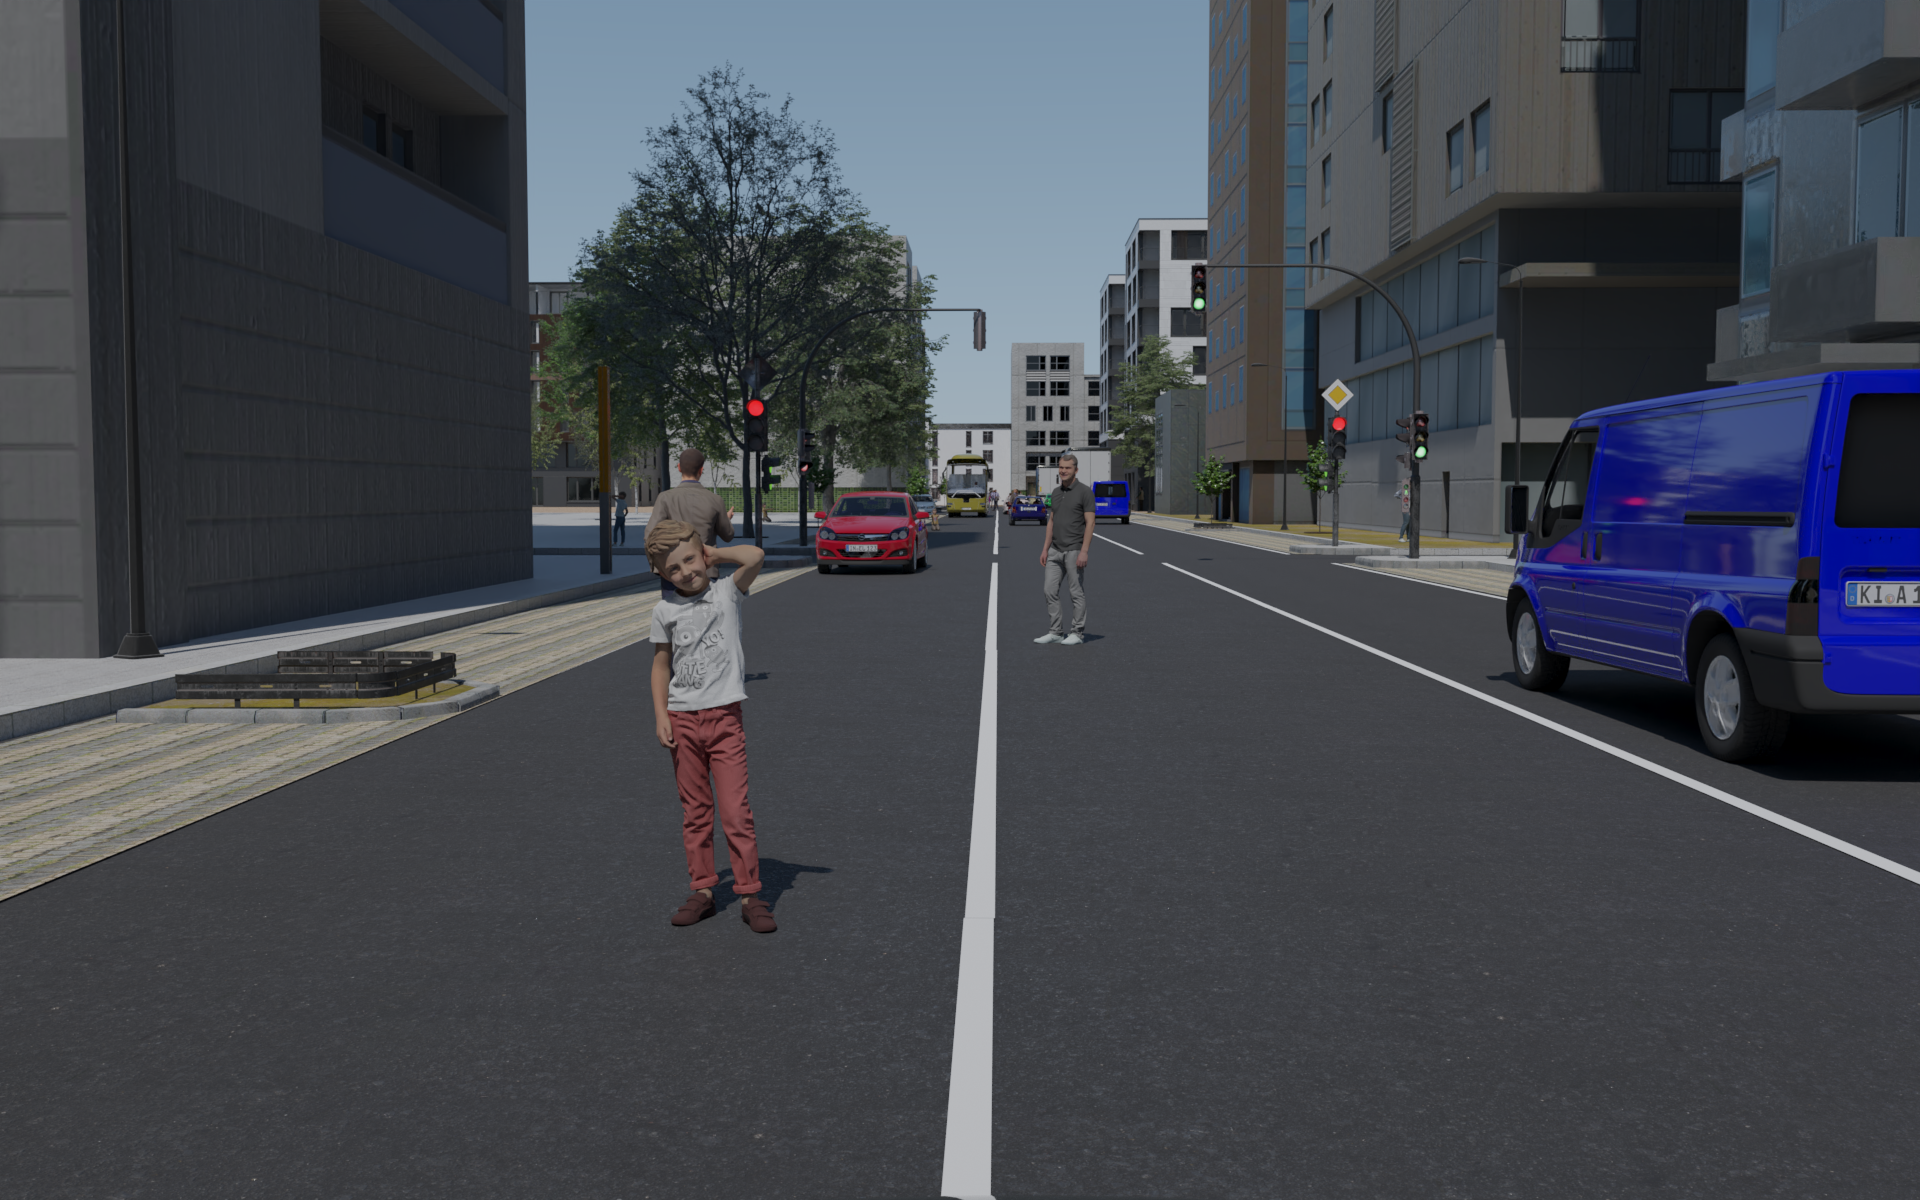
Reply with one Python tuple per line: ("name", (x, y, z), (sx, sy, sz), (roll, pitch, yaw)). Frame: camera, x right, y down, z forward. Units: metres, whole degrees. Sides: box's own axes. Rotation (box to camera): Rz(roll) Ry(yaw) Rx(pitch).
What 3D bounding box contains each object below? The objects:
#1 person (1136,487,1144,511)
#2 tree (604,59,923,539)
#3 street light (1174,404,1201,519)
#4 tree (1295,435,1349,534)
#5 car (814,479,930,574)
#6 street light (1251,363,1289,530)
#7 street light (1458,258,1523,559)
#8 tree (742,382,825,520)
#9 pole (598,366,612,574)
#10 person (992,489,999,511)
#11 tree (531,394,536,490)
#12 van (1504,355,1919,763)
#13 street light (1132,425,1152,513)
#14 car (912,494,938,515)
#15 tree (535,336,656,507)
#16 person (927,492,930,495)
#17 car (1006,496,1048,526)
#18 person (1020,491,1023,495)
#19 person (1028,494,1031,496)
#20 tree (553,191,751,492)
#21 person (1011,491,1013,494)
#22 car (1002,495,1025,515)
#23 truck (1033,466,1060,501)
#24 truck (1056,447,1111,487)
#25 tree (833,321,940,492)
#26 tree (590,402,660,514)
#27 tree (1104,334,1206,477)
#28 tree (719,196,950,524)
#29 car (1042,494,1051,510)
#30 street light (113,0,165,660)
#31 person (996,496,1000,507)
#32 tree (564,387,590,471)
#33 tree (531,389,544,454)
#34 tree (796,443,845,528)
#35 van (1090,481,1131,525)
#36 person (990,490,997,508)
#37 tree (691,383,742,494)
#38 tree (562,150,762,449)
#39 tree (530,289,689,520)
("person", (13.333, -7.439, 127.757), (0.705, 1.812, 1.348), (2, 4, 29))
("tree", (-6.310, -8.542, 50.038), (12.009, 13.543, 11.850), (0, 3, 0))
("street light", (11.725, -7.143, 89.329), (1.470, 5.913, 1.316), (0, 4, 1))
("tree", (11.582, -3.766, 56.172), (1.663, 3.219, 1.824), (0, 3, 0))
("car", (-1.610, -1.440, 32.580), (2.155, 1.783, 4.494), (0, 4, 3))
("street light", (11.027, -5.445, 61.573), (1.470, 5.913, 1.316), (0, 4, 1))
("street light", (10.477, -3.770, 34.174), (1.470, 5.913, 1.316), (0, 4, 1))
("tree", (-7.837, -8.209, 84.573), (4.737, 8.622, 4.395), (0, 3, 0))
("pole", (-5.688, -2.074, 27.751), (0.158, 3.312, 0.155), (0, 3, 0))
("person", (3.013, -8.528, 147.808), (0.709, 1.838, 0.599), (1, 4, 21))
("tree", (-27.574, -9.817, 110.878), (4.737, 8.622, 4.395), (0, 3, 0))
("van", (5.026, -0.397, 10.869), (2.240, 2.365, 5.245), (0, 4, 1))
("street light", (12.296, -8.839, 117.064), (1.470, 5.913, 1.316), (0, 4, 1))
("car", (-2.358, -5.722, 105.563), (2.014, 1.417, 4.499), (0, 4, 1))
("tree", (-15.274, -7.704, 76.325), (4.737, 8.622, 4.395), (0, 3, 0))
("person", (-3.215, -10.340, 175.110), (0.705, 1.823, 1.348), (1, 4, 20))
("car", (3.112, -4.102, 79.651), (1.945, 1.354, 3.894), (0, 4, 1))
("person", (6.394, -10.700, 183.979), (0.617, 1.759, 0.750), (-1, 4, -11))
("person", (7.407, -10.780, 187.993), (0.697, 1.427, 0.421), (-2, 4, -35))
("tree", (-11.560, -9.004, 65.338), (7.486, 12.596, 7.792), (0, 3, 0))
("person", (5.143, -9.866, 170.531), (1.217, 1.735, 0.721), (0, 4, -1))
("car", (3.981, -6.738, 122.535), (2.083, 1.381, 4.827), (0, 4, 0))
("truck", (8.976, -11.454, 176.191), (2.839, 4.237, 11.283), (0, 4, 1))
("truck", (7.741, -7.337, 108.872), (2.839, 4.237, 11.283), (0, 4, 0))
("tree", (-5.089, -11.970, 113.831), (7.486, 12.596, 7.792), (0, 3, 0))
("tree", (-20.554, -9.736, 109.551), (4.360, 8.622, 3.978), (0, 3, 0))
("tree", (14.163, -12.554, 123.387), (7.486, 12.596, 7.792), (0, 3, 0))
("tree", (-5.594, -10.293, 74.947), (9.857, 13.997, 8.962), (0, 3, 0))
("car", (8.514, -9.172, 158.753), (1.959, 1.807, 4.718), (0, 4, 0))
("street light", (-5.907, -2.499, 13.400), (1.470, 5.913, 1.316), (0, 4, 1))
("person", (3.836, -10.930, 187.882), (1.217, 1.739, 0.721), (0, 4, 0))
("tree", (-24.178, -10.141, 116.173), (4.360, 8.622, 3.978), (0, 3, 0))
("tree", (-27.141, -9.463, 105.077), (4.360, 8.622, 3.978), (0, 3, 0))
("tree", (-5.485, -4.358, 65.850), (1.663, 3.219, 1.824), (0, 3, 0))
("van", (7.141, -4.822, 83.220), (2.240, 2.365, 5.245), (0, 4, 3))
("person", (3.487, -10.459, 179.374), (0.709, 1.838, 0.599), (-1, 4, -13))
("tree", (-15.511, -9.777, 110.214), (4.737, 8.622, 4.395), (0, 3, 0))
("tree", (-16.120, -14.819, 98.186), (12.611, 20.169, 13.585), (0, 3, 0))
("tree", (-17.209, -9.725, 84.757), (9.928, 11.665, 9.643), (0, 3, 0))
